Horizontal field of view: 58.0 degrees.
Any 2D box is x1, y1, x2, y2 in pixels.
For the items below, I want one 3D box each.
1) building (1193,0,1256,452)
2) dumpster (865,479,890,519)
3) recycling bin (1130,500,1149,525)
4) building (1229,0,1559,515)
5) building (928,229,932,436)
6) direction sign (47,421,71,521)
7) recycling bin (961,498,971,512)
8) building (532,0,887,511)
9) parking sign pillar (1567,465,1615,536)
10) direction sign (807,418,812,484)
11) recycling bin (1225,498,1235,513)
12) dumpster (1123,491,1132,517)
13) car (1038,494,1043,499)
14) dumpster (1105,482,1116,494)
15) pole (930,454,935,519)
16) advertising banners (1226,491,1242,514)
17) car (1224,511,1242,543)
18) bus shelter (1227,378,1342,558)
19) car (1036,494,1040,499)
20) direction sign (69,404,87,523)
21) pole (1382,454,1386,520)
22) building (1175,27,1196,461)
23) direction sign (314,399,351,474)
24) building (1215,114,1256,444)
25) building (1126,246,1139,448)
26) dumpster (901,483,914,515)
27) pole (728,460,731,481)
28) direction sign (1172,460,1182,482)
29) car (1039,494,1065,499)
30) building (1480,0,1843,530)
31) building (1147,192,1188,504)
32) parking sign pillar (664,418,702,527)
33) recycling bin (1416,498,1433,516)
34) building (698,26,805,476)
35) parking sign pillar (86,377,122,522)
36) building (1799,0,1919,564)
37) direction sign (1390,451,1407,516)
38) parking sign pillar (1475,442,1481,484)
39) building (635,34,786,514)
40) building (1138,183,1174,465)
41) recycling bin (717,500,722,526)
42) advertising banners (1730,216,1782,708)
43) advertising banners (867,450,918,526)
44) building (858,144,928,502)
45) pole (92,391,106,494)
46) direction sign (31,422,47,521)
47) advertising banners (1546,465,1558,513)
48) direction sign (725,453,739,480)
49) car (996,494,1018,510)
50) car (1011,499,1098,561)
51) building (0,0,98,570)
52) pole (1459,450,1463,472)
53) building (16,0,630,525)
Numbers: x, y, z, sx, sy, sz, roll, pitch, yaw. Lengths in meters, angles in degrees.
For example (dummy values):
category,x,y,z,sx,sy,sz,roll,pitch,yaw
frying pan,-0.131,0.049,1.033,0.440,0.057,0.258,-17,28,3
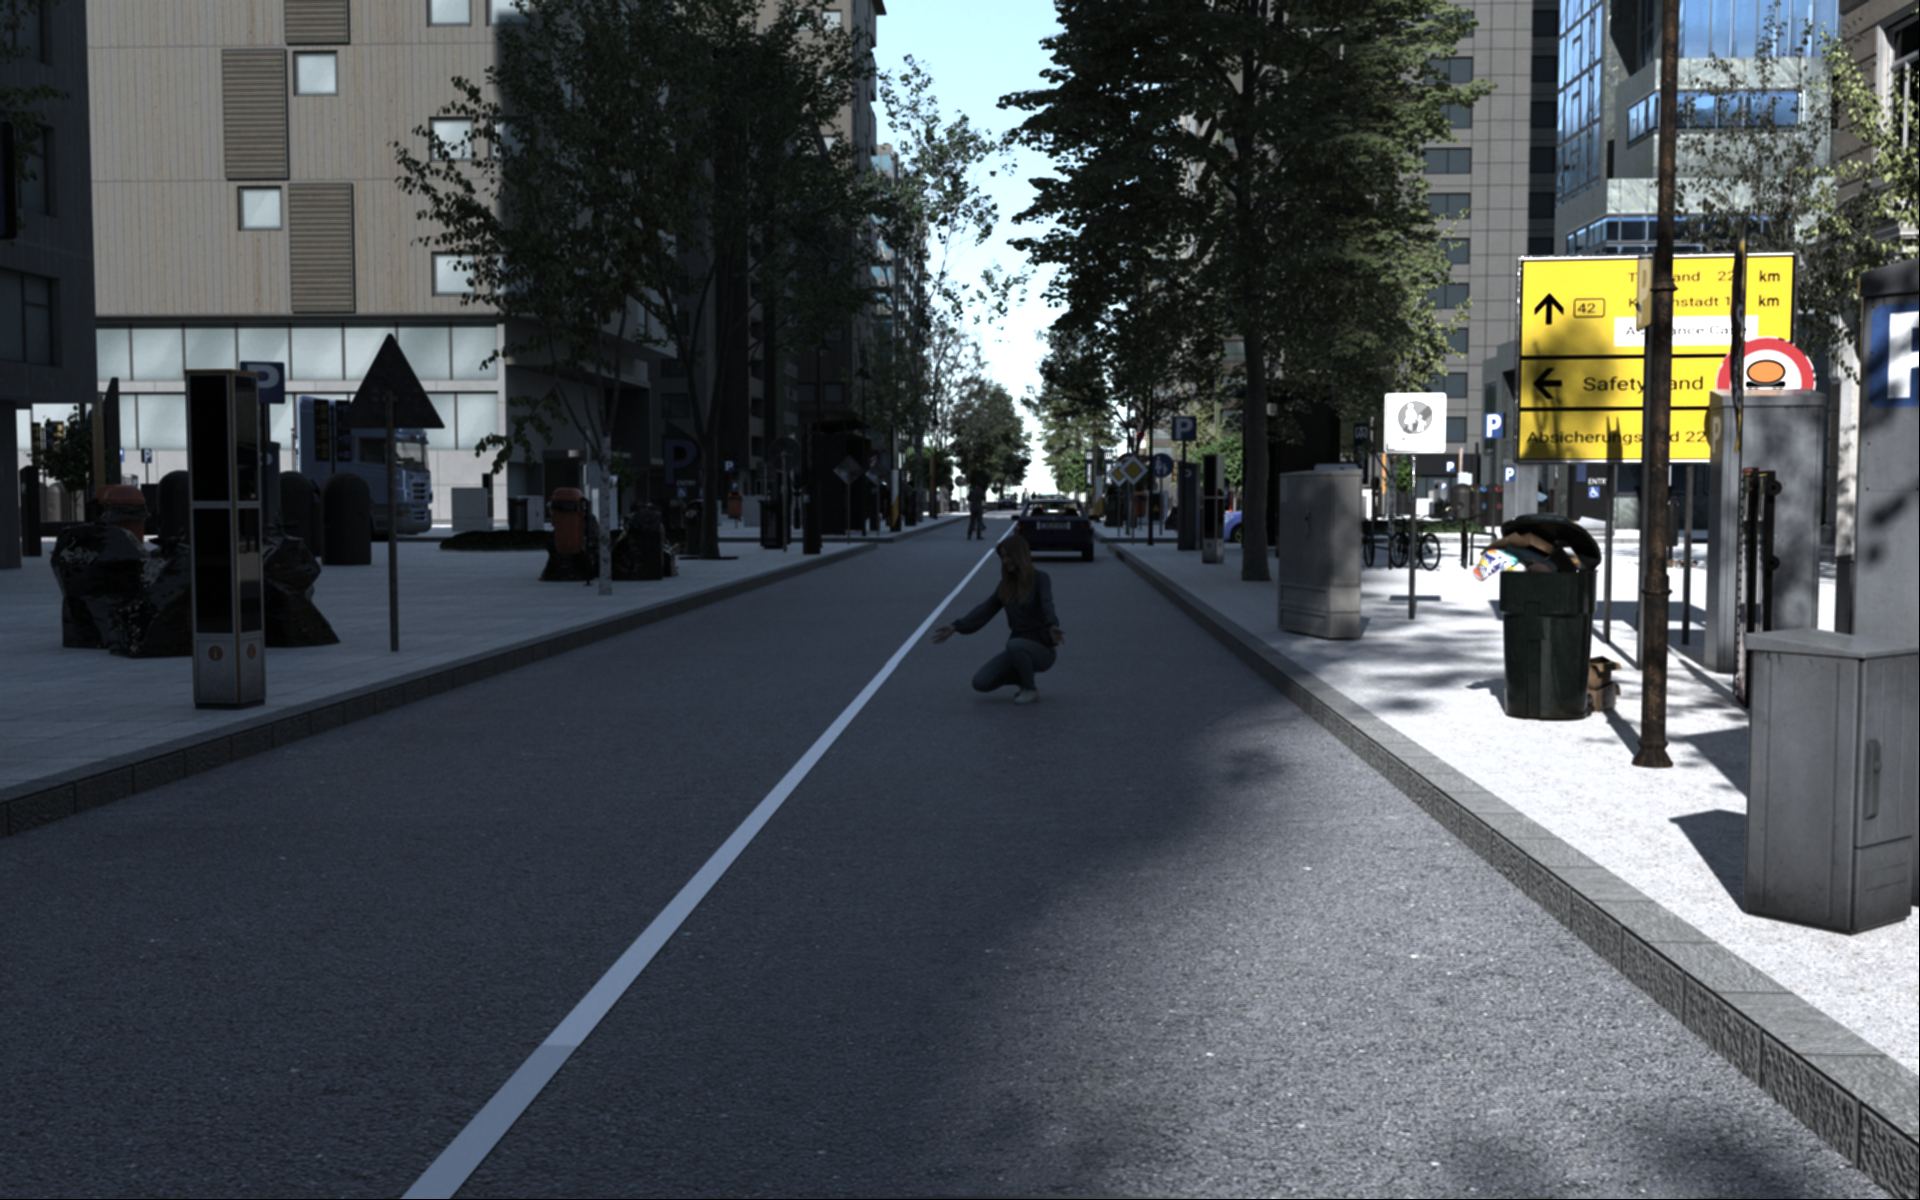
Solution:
category,x,y,z,sx,sy,sz,roll,pitch,yaw
building,32.099,-32.267,151.266,21.300,48.544,21.600,0,4,3
dumpster,-4.397,-5.366,90.228,1.502,2.255,1.985,0,4,3
recycling bin,7.434,-3.629,71.896,0.722,1.027,0.722,1,4,13
building,28.920,-41.351,114.337,20.563,71.187,20.611,0,4,3
building,-15.967,-39.732,269.231,23.786,49.044,30.456,0,4,3
direction sign,-27.742,-3.785,53.875,0.876,3.537,0.379,0,3,0
recycling bin,0.528,-6.683,121.825,0.722,1.027,0.722,3,5,40
building,-22.284,-35.268,165.866,28.713,52.752,27.495,0,4,3
parking sign pillar,19.377,-3.956,53.156,1.447,3.967,1.447,0,4,-4
direction sign,-4.506,-3.666,51.942,0.379,3.537,0.876,-1,4,-13
recycling bin,17.420,-6.112,112.487,0.722,1.027,0.722,3,5,39
dumpster,7.753,-4.599,80.948,1.264,1.857,1.865,0,4,3
car,7.906,-9.143,159.716,2.015,1.641,3.980,0,4,3
dumpster,7.894,-5.042,84.924,1.502,2.255,1.985,0,4,3
pole,-1.498,-6.044,92.659,0.158,3.312,0.155,0,3,0
advertising banners,15.158,-6.145,96.652,0.090,3.025,2.074,-1,4,-22
car,8.881,-2.356,48.118,3.694,1.707,1.945,0,4,2
bus shelter,7.036,-2.855,37.957,1.731,3.624,6.357,0,4,3
car,12.633,-15.749,267.289,2.009,1.686,4.222,0,4,3
direction sign,-21.385,-3.077,42.301,0.379,3.537,0.876,-1,4,-19
pole,21.334,-5.709,87.192,0.158,3.312,0.155,0,3,0
building,36.315,-35.855,175.469,28.713,52.752,27.495,0,4,3
direction sign,-15.068,-3.037,41.658,0.876,3.537,0.379,-3,5,-42
building,26.624,-22.145,133.773,14.160,30.474,14.107,0,4,3
building,37.370,-37.626,269.805,22.147,44.769,28.867,0,4,3
dumpster,-3.038,-5.110,89.311,1.264,1.857,1.865,0,4,3
pole,-13.789,-6.723,103.764,0.158,3.312,0.155,0,3,0
direction sign,14.516,-7.532,115.152,0.876,3.537,0.379,1,4,21
car,4.815,-4.954,90.780,2.009,1.686,4.222,0,4,2
building,38.687,-46.344,70.393,31.000,86.520,22.319,0,4,3
building,32.254,-33.664,234.002,14.154,41.232,14.086,0,4,3
parking sign pillar,-9.832,-4.465,61.477,1.447,3.967,1.447,0,4,6
recycling bin,26.783,-5.348,100.000,0.722,1.027,0.722,-2,4,-31
building,-26.251,-27.425,140.287,32.217,40.220,23.993,0,4,3
parking sign pillar,-19.475,-3.117,39.432,1.447,3.967,1.447,-1,4,-14
building,21.833,-14.415,21.584,13.634,28.700,20.117,0,4,3
direction sign,24.536,-6.417,96.914,0.876,3.537,0.379,0,4,-1
parking sign pillar,27.288,-6.271,91.007,1.447,3.967,1.447,1,4,18
building,-19.365,-20.873,112.978,14.160,30.474,14.107,0,4,3
building,32.903,-36.577,248.141,14.600,45.320,14.200,0,4,3
recycling bin,-10.021,-3.489,69.606,0.722,1.027,0.722,-1,4,-23
advertising banners,4.783,-0.873,10.468,0.090,3.025,2.074,1,4,18
advertising banners,-2.707,-4.479,69.414,2.074,3.025,0.090,-1,4,-12
building,-17.682,-37.830,238.120,23.786,49.044,30.456,0,4,3
pole,-17.137,-2.486,34.494,0.158,3.312,0.155,0,3,0
direction sign,-29.113,-3.858,55.068,0.379,3.537,0.876,1,4,19
advertising banners,17.581,-3.377,51.400,0.090,3.025,2.074,2,4,27
direction sign,-12.632,-6.360,95.987,0.876,3.537,0.379,1,4,18
car,4.297,-8.990,156.777,2.009,1.686,4.222,0,4,2
car,2.088,-1.570,38.246,1.945,1.354,3.894,0,4,4
building,-22.322,-20.927,25.759,14.086,41.232,14.154,0,4,3
pole,22.914,-5.228,79.313,0.158,3.312,0.155,0,3,0
building,-29.245,-30.194,82.915,28.713,52.752,27.495,0,4,3
